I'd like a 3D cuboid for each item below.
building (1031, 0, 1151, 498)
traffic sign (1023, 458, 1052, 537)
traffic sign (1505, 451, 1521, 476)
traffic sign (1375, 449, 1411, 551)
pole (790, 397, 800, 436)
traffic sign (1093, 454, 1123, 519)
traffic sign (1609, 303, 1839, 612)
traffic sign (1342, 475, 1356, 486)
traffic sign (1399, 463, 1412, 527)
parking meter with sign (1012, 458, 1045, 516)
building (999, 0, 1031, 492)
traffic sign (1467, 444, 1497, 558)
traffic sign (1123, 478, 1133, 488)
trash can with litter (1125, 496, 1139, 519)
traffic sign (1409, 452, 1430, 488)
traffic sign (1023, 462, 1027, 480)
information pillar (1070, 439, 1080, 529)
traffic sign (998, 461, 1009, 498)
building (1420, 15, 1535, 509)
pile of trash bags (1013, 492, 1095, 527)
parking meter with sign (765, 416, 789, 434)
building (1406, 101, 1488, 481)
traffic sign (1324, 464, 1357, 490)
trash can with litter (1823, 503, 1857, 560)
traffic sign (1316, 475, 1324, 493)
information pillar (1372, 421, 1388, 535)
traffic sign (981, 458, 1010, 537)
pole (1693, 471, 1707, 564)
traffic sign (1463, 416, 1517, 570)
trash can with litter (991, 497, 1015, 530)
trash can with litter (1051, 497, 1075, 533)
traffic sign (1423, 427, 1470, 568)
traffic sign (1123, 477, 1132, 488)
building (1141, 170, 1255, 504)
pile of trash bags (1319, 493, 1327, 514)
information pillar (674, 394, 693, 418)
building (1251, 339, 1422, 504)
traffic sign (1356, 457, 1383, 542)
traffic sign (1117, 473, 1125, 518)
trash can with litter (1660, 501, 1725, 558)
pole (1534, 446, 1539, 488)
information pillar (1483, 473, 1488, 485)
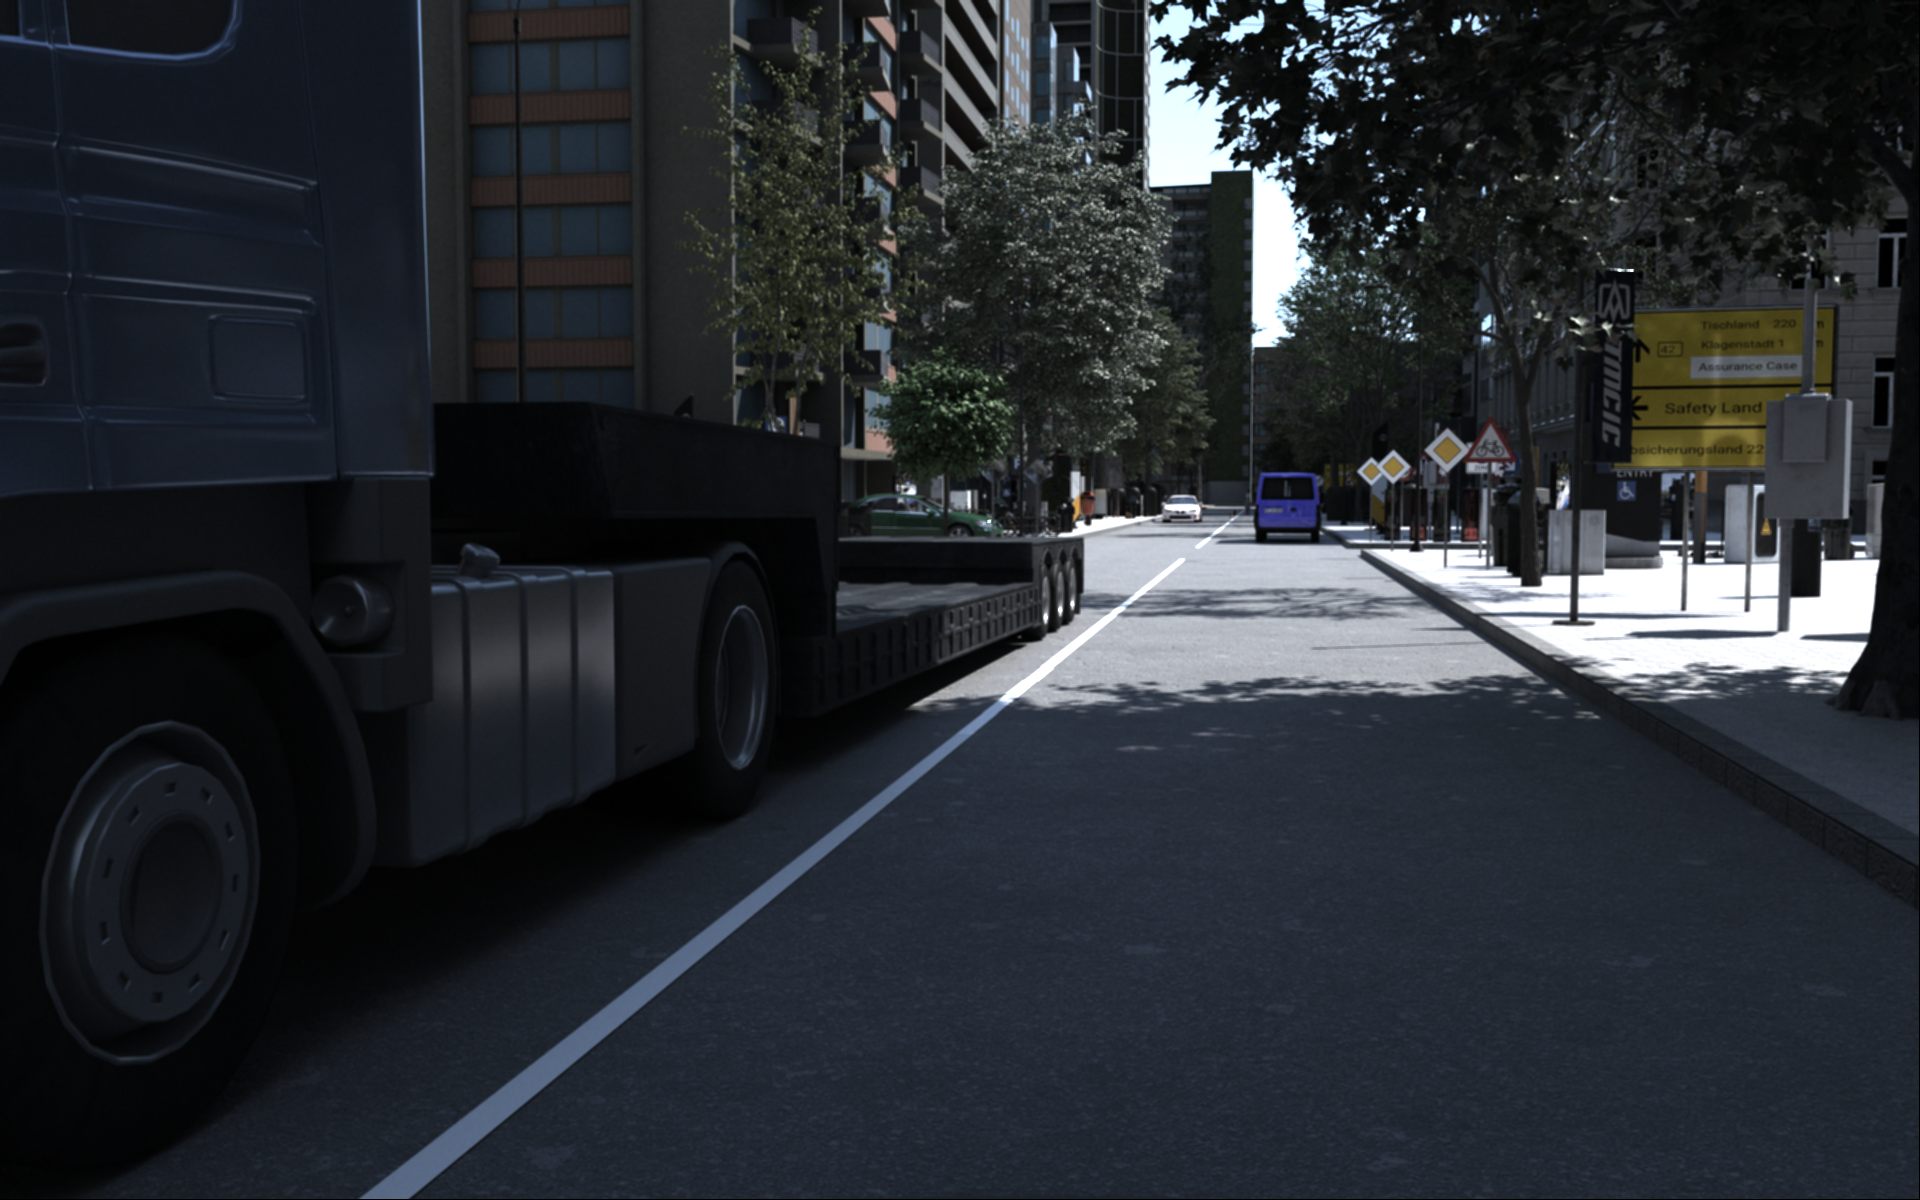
[{"bbox_3d":[14.006,-48.278,227.604,20.611,71.187,20.563,1,4,10],"label":"building"},{"bbox_3d":[2.152,-2.724,48.177,0.795,2.450,0.064,1,4,10],"label":"traffic sign"},{"bbox_3d":[15.808,-3.056,50.071,0.768,2.556,0.104,1,4,15],"label":"traffic sign"},{"bbox_3d":[9.675,-2.146,38.732,0.795,2.450,0.064,1,4,10],"label":"traffic sign"},{"bbox_3d":[-3.489,-2.616,36.617,0.158,3.312,0.155,0,3,0],"label":"pole"},{"bbox_3d":[7.126,-5.751,87.908,2.265,3.308,0.079,1,4,15],"label":"traffic sign"},{"bbox_3d":[8.270,-1.528,18.854,2.265,3.308,0.079,1,4,15],"label":"traffic sign"},{"bbox_3d":[25.402,-6.919,113.125,0.884,2.594,0.081,1,4,14],"label":"traffic sign"},{"bbox_3d":[17.283,-4.135,67.711,0.768,2.556,0.104,1,4,14],"label":"traffic sign"},{"bbox_3d":[3.513,-5.653,88.693,1.738,3.016,0.543,-3,4,-37],"label":"parking meter with sign"},{"bbox_3d":[-2.457,-29.465,131.868,14.600,45.320,14.200,1,4,10],"label":"building"},{"bbox_3d":[10.358,-1.975,34.420,0.606,2.300,0.079,1,4,11],"label":"traffic sign"},{"bbox_3d":[10.939,-6.766,112.753,0.606,2.300,0.079,1,4,11],"label":"traffic sign"},{"bbox_3d":[8.964,-4.842,90.546,0.624,1.170,1.055,1,4,16],"label":"trash can with litter"},{"bbox_3d":[14.170,-3.240,52.981,0.884,2.594,0.081,1,4,17],"label":"traffic sign"},{"bbox_3d":[2.539,-3.870,63.388,0.768,2.556,0.104,1,4,18],"label":"traffic sign"},{"bbox_3d":[4.231,-4.426,63.726,0.183,3.616,0.504,3,5,44],"label":"information pillar"},{"bbox_3d":[1.421,-3.894,63.779,0.768,2.556,0.104,1,4,16],"label":"traffic sign"},{"bbox_3d":[49.447,-50.299,135.065,22.319,86.520,31.000,1,4,10],"label":"building"},{"bbox_3d":[3.661,-3.598,68.586,3.447,1.369,1.912,1,4,15],"label":"pile of trash bags"},{"bbox_3d":[-4.423,-2.561,38.132,0.543,3.016,1.738,1,4,23],"label":"parking meter with sign"},{"bbox_3d":[55.035,-31.264,165.787,22.147,44.769,28.867,1,4,10],"label":"building"},{"bbox_3d":[25.601,-7.488,116.307,2.265,3.308,0.079,1,4,19],"label":"traffic sign"},{"bbox_3d":[17.152,-1.375,33.869,0.624,1.170,1.055,3,4,37],"label":"trash can with litter"},{"bbox_3d":[24.154,-7.140,116.838,0.768,2.556,0.104,1,4,13],"label":"traffic sign"},{"bbox_3d":[13.325,-3.889,54.941,0.504,3.616,0.183,1,4,11],"label":"information pillar"},{"bbox_3d":[0.770,-2.243,40.312,0.795,2.450,0.064,1,4,10],"label":"traffic sign"},{"bbox_3d":[13.673,-2.330,31.946,0.158,3.312,0.155,0,3,0],"label":"pole"},{"bbox_3d":[8.878,-1.777,29.062,0.884,2.594,0.081,1,4,10],"label":"traffic sign"},{"bbox_3d":[1.597,-3.071,61.594,1.055,1.170,0.624,3,5,43],"label":"trash can with litter"},{"bbox_3d":[3.341,-2.820,57.491,0.624,1.170,1.055,-2,4,-33],"label":"trash can with litter"},{"bbox_3d":[8.423,-1.762,29.998,0.795,2.450,0.064,1,4,10],"label":"traffic sign"},{"bbox_3d":[10.672,-6.737,111.340,0.795,2.450,0.064,1,4,13],"label":"traffic sign"},{"bbox_3d":[30.464,-32.927,221.948,14.086,41.232,14.154,1,4,10],"label":"building"},{"bbox_3d":[23.885,-6.414,114.616,1.912,1.369,3.447,1,4,15],"label":"pile of trash bags"},{"bbox_3d":[-6.502,-3.029,40.883,0.504,3.616,0.183,1,4,19],"label":"information pillar"},{"bbox_3d":[52.762,-23.256,225.266,28.899,21.520,27.650,1,4,10],"label":"building"},{"bbox_3d":[11.057,-2.627,46.597,0.795,2.450,0.064,1,4,10],"label":"traffic sign"},{"bbox_3d":[8.564,-5.731,93.810,0.768,2.556,0.104,1,4,14],"label":"traffic sign"},{"bbox_3d":[15.375,-1.477,35.204,2.233,1.210,1.678,3,4,37],"label":"trash can with litter"},{"bbox_3d":[24.392,-4.862,73.336,0.158,3.312,0.155,0,3,0],"label":"pole"},{"bbox_3d":[30.918,-6.754,101.788,0.183,3.616,0.504,-3,4,-39],"label":"information pillar"}]
